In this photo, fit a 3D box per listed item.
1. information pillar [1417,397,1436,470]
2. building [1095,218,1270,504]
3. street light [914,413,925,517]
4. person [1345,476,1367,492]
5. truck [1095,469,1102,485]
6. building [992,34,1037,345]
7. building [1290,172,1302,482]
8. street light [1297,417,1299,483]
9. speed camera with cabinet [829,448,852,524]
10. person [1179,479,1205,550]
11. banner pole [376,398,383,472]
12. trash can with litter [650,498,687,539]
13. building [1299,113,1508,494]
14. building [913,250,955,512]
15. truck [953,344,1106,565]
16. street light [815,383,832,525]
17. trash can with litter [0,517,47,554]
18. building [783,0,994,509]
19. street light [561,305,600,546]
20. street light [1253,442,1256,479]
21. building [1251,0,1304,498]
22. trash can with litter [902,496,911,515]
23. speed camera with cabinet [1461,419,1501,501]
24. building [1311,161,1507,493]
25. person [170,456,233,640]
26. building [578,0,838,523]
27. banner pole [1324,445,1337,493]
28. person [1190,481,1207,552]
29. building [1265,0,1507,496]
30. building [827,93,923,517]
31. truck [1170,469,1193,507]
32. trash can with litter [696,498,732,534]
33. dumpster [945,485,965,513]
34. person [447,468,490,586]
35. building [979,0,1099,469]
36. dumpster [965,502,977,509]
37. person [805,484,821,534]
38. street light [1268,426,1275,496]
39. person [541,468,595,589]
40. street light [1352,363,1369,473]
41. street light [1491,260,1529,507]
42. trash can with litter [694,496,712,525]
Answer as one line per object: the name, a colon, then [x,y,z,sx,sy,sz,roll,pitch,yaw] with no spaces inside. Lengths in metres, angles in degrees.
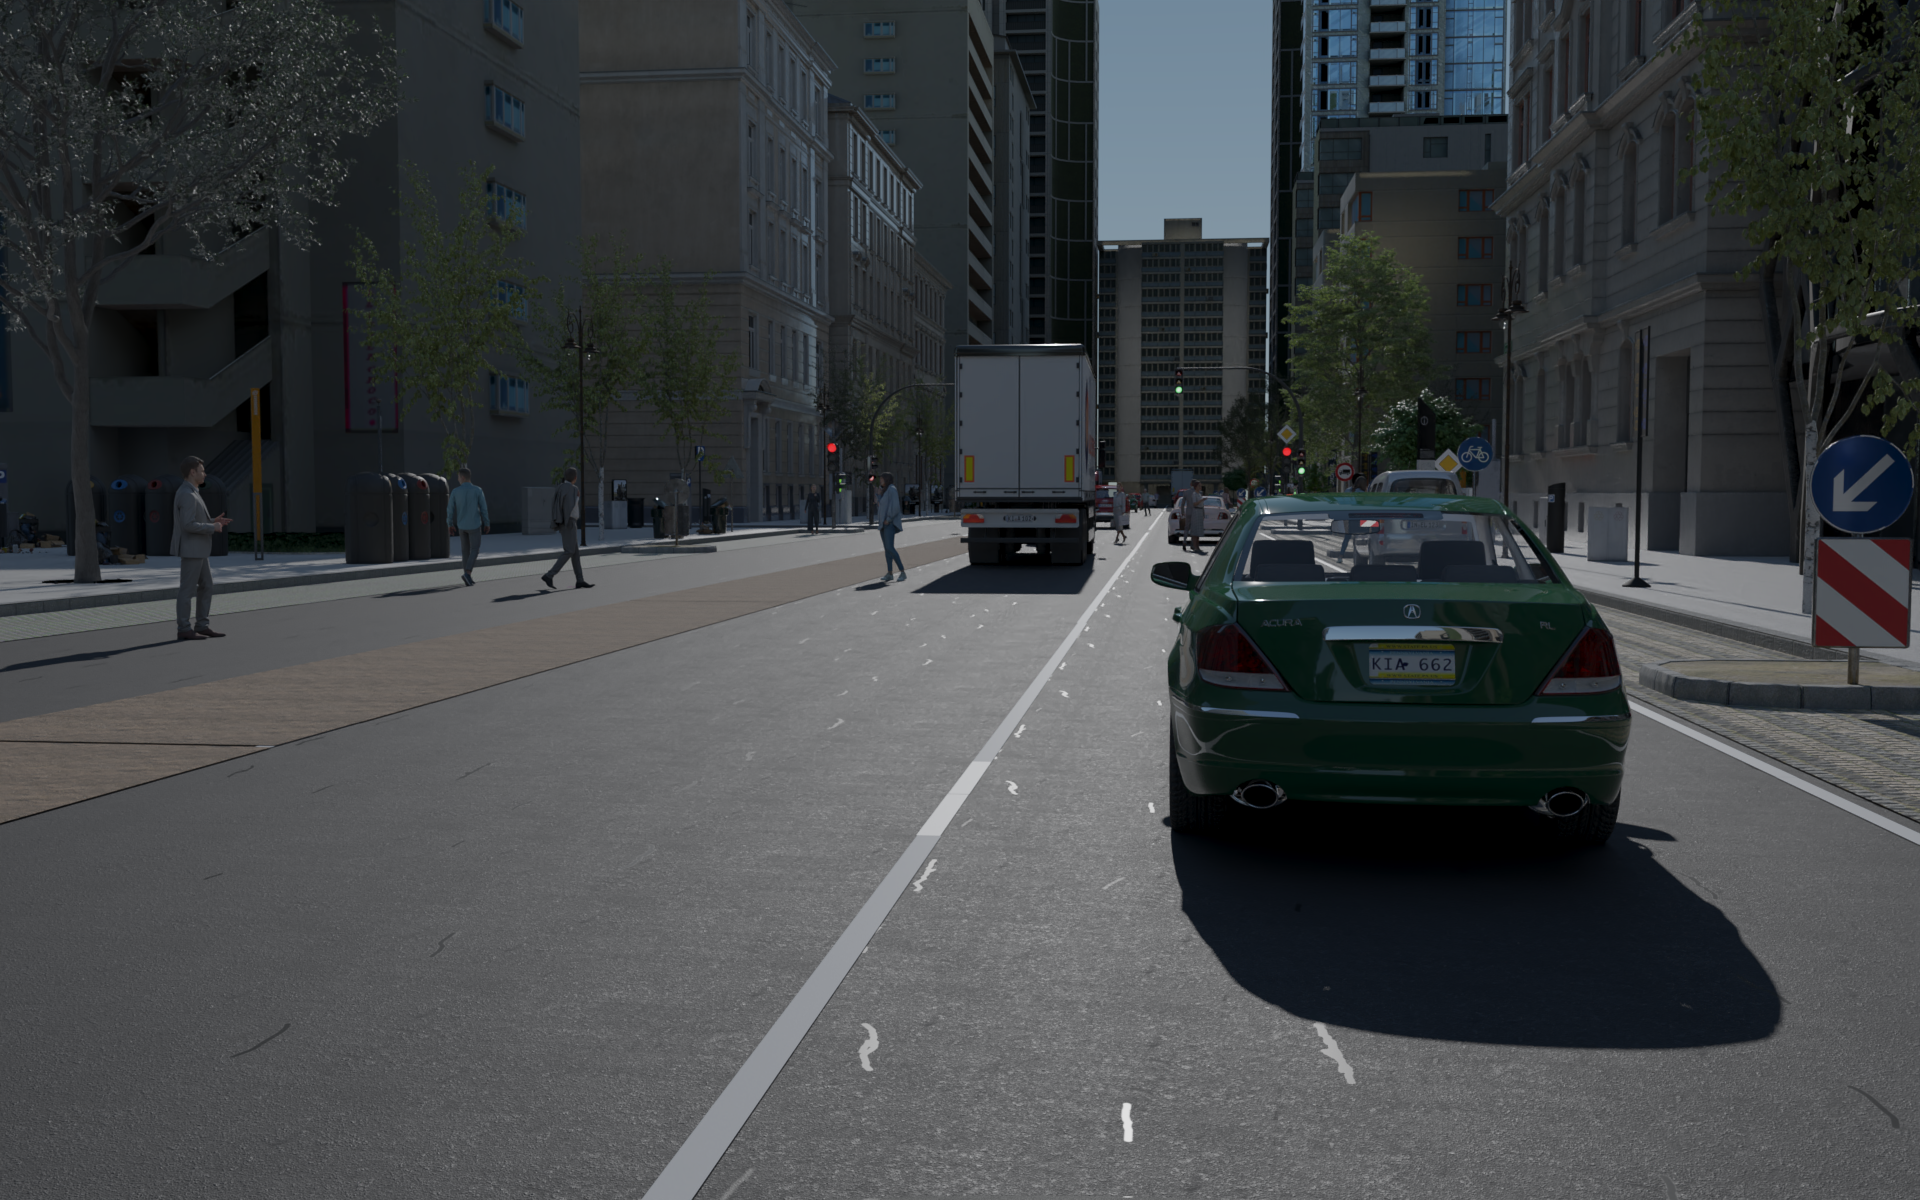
information pillar: [11.320,-3.106,42.131,0.504,3.616,0.183,-1,4,-21]
building: [31.551,-33.934,246.704,23.993,40.220,32.217,0,4,7]
street light: [-2.291,-7.692,98.559,0.468,5.910,1.993,0,4,7]
person: [8.073,-1.640,35.587,0.793,1.790,0.793,0,4,2]
truck: [14.617,-12.611,195.100,2.839,4.237,11.283,0,4,6]
building: [-5.777,-37.773,206.820,27.495,52.752,28.713,0,4,7]
building: [36.997,-23.561,156.920,14.160,30.474,14.107,0,4,7]
street light: [17.865,-7.240,91.164,0.468,5.910,1.993,0,4,7]
speed camera with cabinet: [-5.193,-4.943,75.160,0.660,3.252,2.038,1,4,9]
person: [5.984,-2.204,44.661,0.709,1.813,0.853,1,4,19]
banner pole: [-15.251,-3.400,45.613,0.401,3.779,0.863,-1,4,-13]
trash can with litter: [-8.371,-2.355,49.892,1.055,1.170,0.624,1,4,18]
building: [34.573,-22.259,135.642,14.160,30.474,14.107,0,4,7]
building: [-7.493,-18.047,131.220,11.583,22.565,21.152,0,4,7]
truck: [1.693,-3.009,38.112,2.839,4.237,11.283,0,4,6]
street light: [-5.653,-6.088,72.334,0.468,5.910,1.993,0,4,7]
trash can with litter: [-20.918,-1.653,38.086,1.678,1.210,2.233,-1,4,-21]
building: [-8.636,-32.704,158.410,21.300,48.544,21.600,0,4,7]
street light: [-9.300,-4.269,42.593,0.468,5.910,1.993,0,4,7]
street light: [24.425,-10.456,143.743,0.468,5.910,1.993,0,4,7]
building: [45.119,-46.807,203.547,20.563,71.187,20.611,0,4,7]
trash can with litter: [-3.268,-5.859,107.182,0.624,1.170,1.055,-1,4,-10]
speed camera with cabinet: [13.912,-3.186,46.427,0.660,3.252,2.038,0,4,2]
building: [36.713,-15.959,105.975,27.650,21.520,28.899,0,4,7]
person: [-7.480,-0.514,17.104,0.583,1.804,0.606,-2,4,-28]
building: [-14.477,-18.337,85.708,13.634,28.700,20.117,0,4,7]
banner pole: [18.242,-5.844,85.565,0.863,3.779,0.401,3,5,40]
person: [6.006,-2.091,43.251,0.524,1.755,0.480,2,4,30]
building: [58.105,-56.474,236.027,31.000,86.520,22.319,0,4,7]
building: [-10.214,-19.006,108.018,12.463,27.353,25.104,0,4,7]
truck: [25.462,-12.827,198.641,2.839,4.237,11.283,0,4,7]
trash can with litter: [-7.869,-2.686,55.297,1.055,1.170,0.624,-3,5,-41]
dumpster: [-0.331,-6.764,116.355,1.264,1.857,1.865,0,4,7]
person: [-7.761,-1.151,27.175,0.638,1.841,0.748,1,4,9]
building: [8.605,-49.157,241.965,20.611,71.187,20.563,0,4,7]
dumpster: [0.537,-7.357,122.779,1.502,2.255,1.985,0,4,7]
person: [-5.191,-3.196,61.168,0.576,1.772,0.534,-1,4,-12]
street light: [21.077,-8.845,117.408,0.468,5.910,1.993,0,4,7]
person: [-5.927,-1.077,26.207,0.850,1.850,0.679,-2,4,-28]
street light: [14.131,-5.410,61.236,0.468,5.910,1.993,0,4,7]
street light: [10.900,-3.771,34.449,0.468,5.910,1.993,0,4,7]
trash can with litter: [-10.811,-3.814,73.421,1.678,1.210,2.233,0,4,-8]
